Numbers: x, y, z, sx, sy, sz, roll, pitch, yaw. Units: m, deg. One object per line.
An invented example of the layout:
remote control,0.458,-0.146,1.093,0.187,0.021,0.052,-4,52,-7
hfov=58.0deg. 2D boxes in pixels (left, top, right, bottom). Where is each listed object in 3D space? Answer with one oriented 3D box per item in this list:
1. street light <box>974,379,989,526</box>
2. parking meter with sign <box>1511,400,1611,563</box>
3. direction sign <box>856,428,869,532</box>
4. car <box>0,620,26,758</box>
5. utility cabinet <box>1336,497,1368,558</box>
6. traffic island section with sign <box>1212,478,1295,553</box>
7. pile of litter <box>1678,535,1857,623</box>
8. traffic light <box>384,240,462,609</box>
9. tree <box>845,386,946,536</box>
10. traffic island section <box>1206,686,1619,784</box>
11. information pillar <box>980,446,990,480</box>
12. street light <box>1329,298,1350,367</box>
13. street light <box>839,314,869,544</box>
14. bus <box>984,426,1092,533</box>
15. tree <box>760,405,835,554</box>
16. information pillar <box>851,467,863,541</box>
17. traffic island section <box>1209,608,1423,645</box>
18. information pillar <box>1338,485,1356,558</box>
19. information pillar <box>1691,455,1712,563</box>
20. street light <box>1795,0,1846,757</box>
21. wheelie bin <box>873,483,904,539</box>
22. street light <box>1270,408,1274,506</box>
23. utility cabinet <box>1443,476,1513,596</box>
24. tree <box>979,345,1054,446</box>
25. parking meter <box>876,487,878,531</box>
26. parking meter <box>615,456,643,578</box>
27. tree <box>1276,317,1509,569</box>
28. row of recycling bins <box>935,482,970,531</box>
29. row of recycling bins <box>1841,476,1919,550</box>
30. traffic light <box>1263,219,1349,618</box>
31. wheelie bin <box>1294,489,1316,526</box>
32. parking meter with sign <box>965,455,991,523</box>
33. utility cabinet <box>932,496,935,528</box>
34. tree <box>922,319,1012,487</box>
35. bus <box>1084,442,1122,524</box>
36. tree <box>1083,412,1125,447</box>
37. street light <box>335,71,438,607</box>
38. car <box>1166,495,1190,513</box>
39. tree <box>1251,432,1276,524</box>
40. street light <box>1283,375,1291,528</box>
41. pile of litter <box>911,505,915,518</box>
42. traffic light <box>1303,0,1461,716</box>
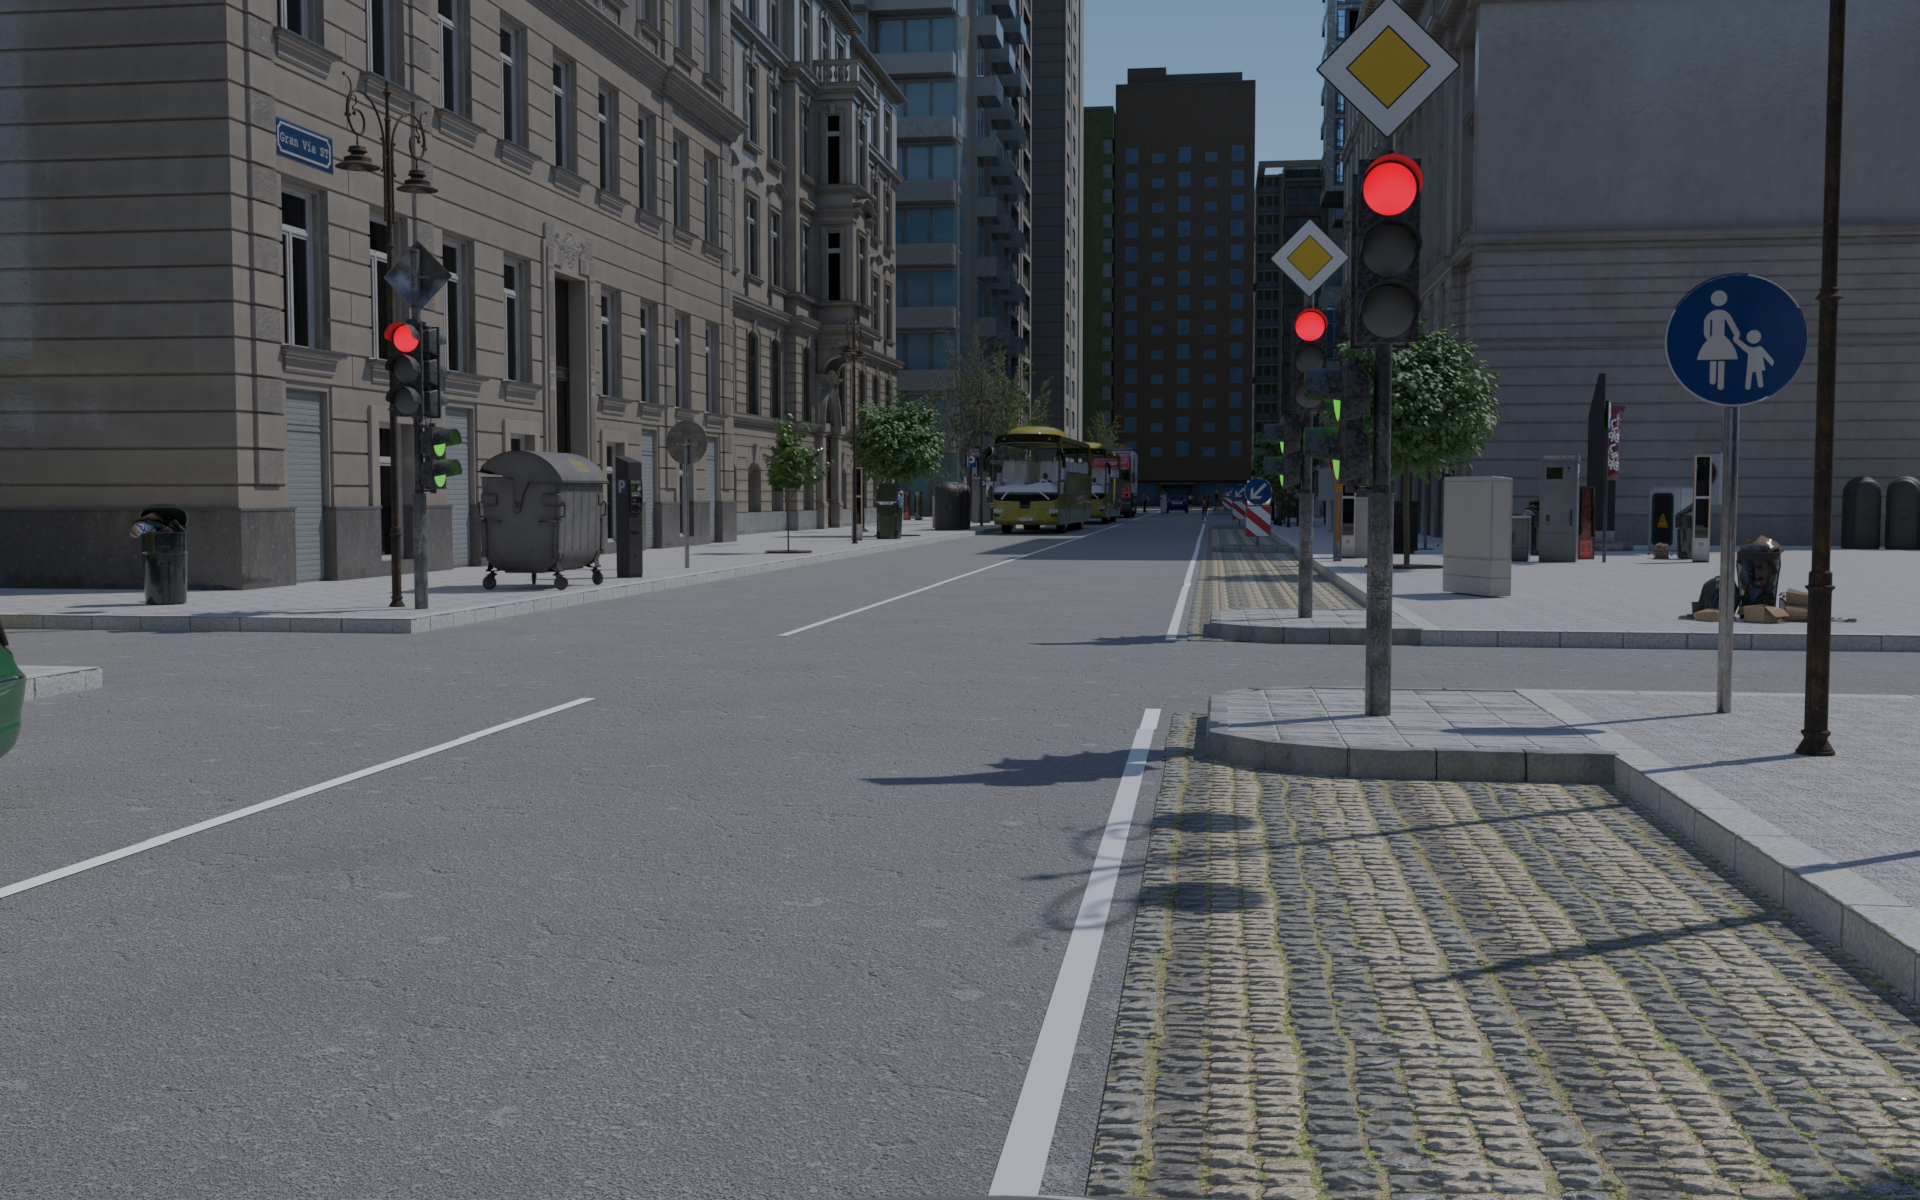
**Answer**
street light,0.870,-5.931,69.761,0.468,5.910,1.993,1,4,8
parking meter with sign,11.302,-2.226,32.662,1.738,3.016,0.543,2,4,25
direction sign,-3.274,-4.081,58.720,0.379,3.537,0.876,-3,4,-36
car,-5.261,0.378,5.618,2.131,1.459,4.920,0,4,8
utility cabinet,8.086,-1.452,34.895,1.020,1.237,0.306,0,4,7
traffic island section with sign,7.233,-2.089,42.778,1.989,1.847,2.006,1,4,8
pile of litter,8.233,-0.222,17.597,1.719,0.858,1.176,1,4,22
traffic light,-6.000,-1.854,19.229,0.839,4.253,0.868,1,4,8
tree,-1.909,-4.239,53.017,4.285,4.588,4.351,0,3,0
traffic island section,2.448,0.747,10.061,2.009,0.180,2.903,1,4,8
information pillar,1.236,-5.658,83.870,0.504,3.616,0.183,1,4,17
street light,9.025,-4.177,41.082,0.468,5.910,1.993,1,4,8
street light,-2.721,-4.395,44.643,0.468,5.910,1.993,1,4,8
bus,3.258,-4.590,66.601,2.896,3.916,12.252,1,4,10
tree,-3.759,-2.626,37.542,1.663,3.219,1.824,0,3,0
information pillar,-2.842,-2.647,47.775,0.304,2.012,0.304,0,4,-2
traffic island section,3.601,0.264,17.963,2.009,0.180,2.903,1,4,8
information pillar,7.728,-1.840,34.584,0.304,2.012,0.304,0,4,3
information pillar,13.923,-1.714,32.514,0.304,2.012,0.304,1,4,20
street light,4.222,-2.176,8.371,0.468,5.910,1.993,1,4,8
wheelie bin,-2.025,-2.541,49.459,0.980,1.594,0.693,1,4,18
street light,16.420,-7.248,91.286,0.468,5.910,1.993,1,4,8
utility cabinet,6.550,-0.809,21.914,0.318,1.500,1.173,-1,4,-13
tree,2.544,-8.325,86.468,4.737,8.622,4.395,0,3,0
parking meter,-2.620,-3.045,58.199,0.372,1.533,0.369,0,3,0
parking meter,-5.068,-1.274,26.547,0.399,1.863,0.255,3,5,43
tree,7.822,-2.848,30.272,4.285,4.588,4.351,0,3,0
row of recycling bins,-0.218,-3.389,62.521,1.069,1.692,3.534,1,4,9
row of recycling bins,22.343,-2.010,39.980,3.534,1.692,1.069,1,4,23
traffic light,3.563,-1.770,17.855,0.839,4.253,0.868,1,4,8
wheelie bin,13.629,-3.710,68.569,0.693,1.594,0.980,3,4,36
parking meter with sign,0.837,-4.947,77.139,0.543,3.016,1.738,-2,4,-26
utility cabinet,-0.532,-3.359,66.075,1.020,1.237,0.306,1,4,22
tree,0.182,-7.530,73.476,4.360,8.622,3.978,0,3,0
bus,6.397,-5.761,85.744,2.896,3.916,12.252,1,4,8
tree,12.795,-12.363,152.501,4.737,8.622,4.395,0,3,0
street light,-6.408,-2.859,19.539,0.468,5.910,1.993,1,4,8
car,16.495,-7.281,131.622,1.945,1.354,3.894,0,4,6
tree,14.097,-5.600,75.279,4.285,4.588,4.351,0,3,0
street light,12.586,-5.714,66.204,0.468,5.910,1.993,1,4,8
pile of litter,-2.498,-4.751,91.642,1.176,0.858,1.719,2,4,31
traffic light,2.410,-1.286,9.953,0.839,4.253,0.868,1,4,8
